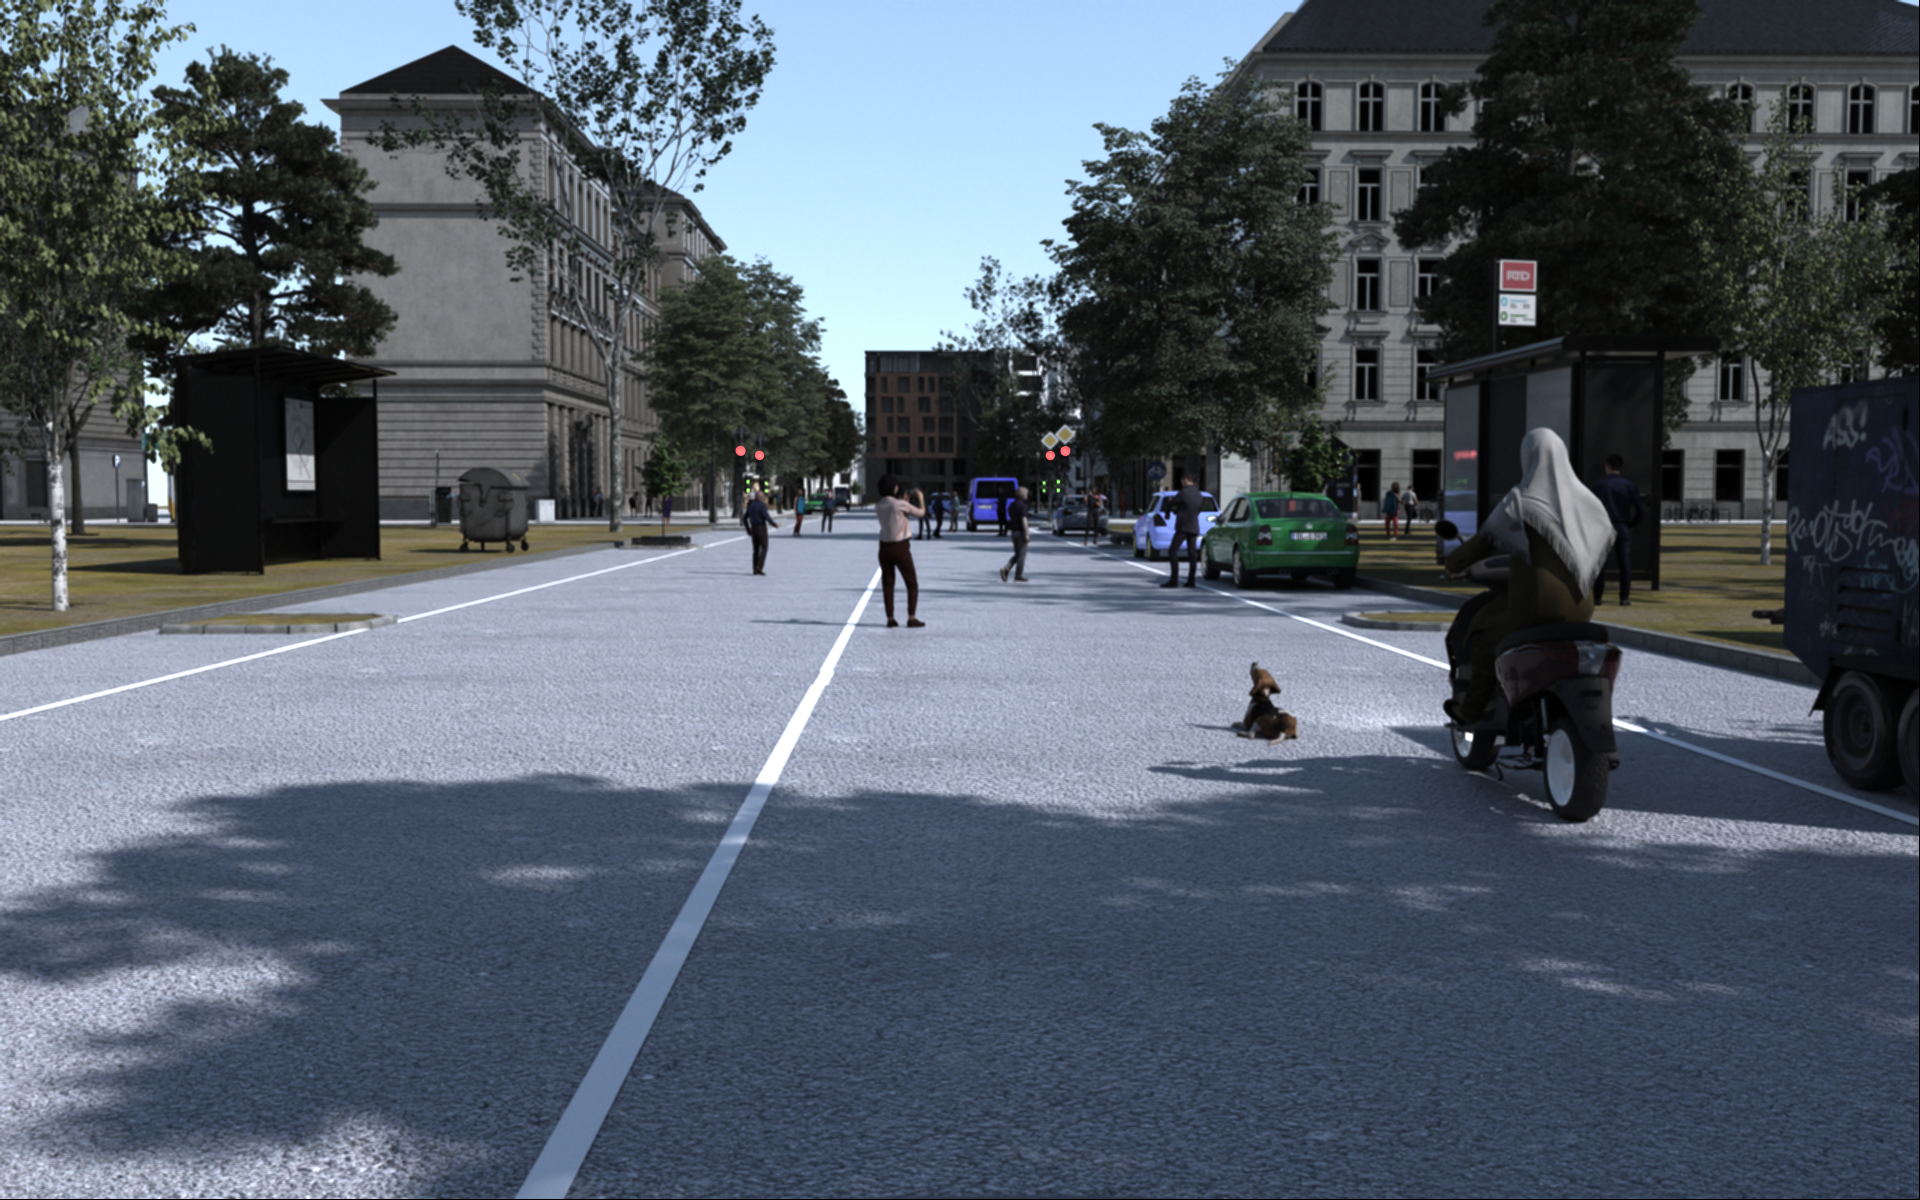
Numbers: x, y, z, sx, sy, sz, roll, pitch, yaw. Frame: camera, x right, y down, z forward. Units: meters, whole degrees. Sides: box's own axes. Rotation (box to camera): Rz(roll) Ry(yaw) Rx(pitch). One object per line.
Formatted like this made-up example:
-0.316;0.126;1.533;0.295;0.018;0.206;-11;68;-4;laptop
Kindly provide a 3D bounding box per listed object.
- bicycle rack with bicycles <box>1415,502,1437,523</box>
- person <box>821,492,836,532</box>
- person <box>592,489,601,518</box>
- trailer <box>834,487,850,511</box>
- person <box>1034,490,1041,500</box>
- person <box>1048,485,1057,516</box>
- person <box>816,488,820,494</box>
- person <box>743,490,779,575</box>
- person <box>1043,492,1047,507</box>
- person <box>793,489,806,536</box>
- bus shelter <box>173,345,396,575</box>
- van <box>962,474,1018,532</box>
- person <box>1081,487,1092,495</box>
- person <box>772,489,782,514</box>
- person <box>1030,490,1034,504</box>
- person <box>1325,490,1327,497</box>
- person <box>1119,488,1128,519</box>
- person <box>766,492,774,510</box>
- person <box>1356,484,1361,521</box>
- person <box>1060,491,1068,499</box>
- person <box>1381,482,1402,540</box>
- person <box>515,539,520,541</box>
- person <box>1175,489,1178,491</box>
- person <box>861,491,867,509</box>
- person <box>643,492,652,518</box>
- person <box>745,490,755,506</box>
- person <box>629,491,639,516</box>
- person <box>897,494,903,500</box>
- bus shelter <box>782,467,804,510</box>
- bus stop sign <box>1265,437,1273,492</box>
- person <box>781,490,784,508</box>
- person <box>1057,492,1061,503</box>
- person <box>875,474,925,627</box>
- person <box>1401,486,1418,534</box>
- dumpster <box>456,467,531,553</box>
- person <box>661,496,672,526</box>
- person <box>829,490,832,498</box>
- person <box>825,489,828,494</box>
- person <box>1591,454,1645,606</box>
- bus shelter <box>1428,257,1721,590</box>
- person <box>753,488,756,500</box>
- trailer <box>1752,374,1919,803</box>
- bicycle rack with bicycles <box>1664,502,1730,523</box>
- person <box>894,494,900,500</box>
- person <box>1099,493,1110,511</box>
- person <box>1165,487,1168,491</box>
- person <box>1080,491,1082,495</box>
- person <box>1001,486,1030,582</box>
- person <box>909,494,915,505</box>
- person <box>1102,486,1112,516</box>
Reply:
21.444;-3.949;77.950;2.852;0.926;2.925;-1;4;-14;bicycle rack with bicycles
-4.984;-3.267;64.604;0.574;1.496;0.600;1;4;20;person
-19.064;-5.049;90.800;0.429;1.552;0.499;-2;4;-31;person
-9.840;-8.294;142.662;1.471;1.999;3.904;0;4;-2;trailer
9.356;-12.381;209.024;0.990;1.755;0.434;-1;4;-11;person
5.533;-5.911;102.563;0.599;1.838;0.709;2;4;26;person
-12.745;-9.170;155.984;0.705;1.822;1.348;-2;4;-24;person
-3.495;-1.199;30.794;0.600;1.496;0.574;-2;4;-32;person
8.518;-10.174;172.836;0.568;1.767;0.683;-2;4;-25;person
-5.483;-2.997;59.204;0.593;1.614;0.444;-3;4;-38;person
-11.656;-2.394;30.423;1.731;3.624;6.357;0;4;-1;bus shelter
1.245;-3.833;67.061;2.240;2.365;5.245;0;4;-2;van
6.311;-4.818;86.284;0.566;1.644;0.517;1;4;23;person
-11.945;-6.454;113.433;0.647;1.594;0.662;-2;4;-28;person
8.761;-12.780;215.723;1.217;1.736;0.721;2;4;34;person
17.412;-4.503;81.878;0.429;1.552;0.499;3;4;37;person
8.568;-5.074;90.702;0.444;1.614;0.593;0;4;6;person
-15.131;-7.832;137.286;0.799;1.438;0.628;1;4;14;person
18.530;-4.550;80.987;0.434;1.755;0.990;1;4;21;person
7.968;-7.742;133.567;0.756;1.711;0.436;-1;4;-12;person
11.994;-2.470;48.133;0.444;1.614;0.593;0;4;-3;person
-12.292;-2.489;47.190;0.683;1.767;0.568;2;4;24;person
12.970;-5.868;103.851;0.662;1.594;0.647;0;4;2;person
-9.299;-9.649;167.187;0.530;1.710;0.541;-3;5;-42;person
-16.596;-5.166;91.982;0.593;1.643;0.415;0;4;3;person
-12.559;-5.839;103.725;0.614;1.554;0.590;-1;4;-12;person
-18.600;-5.493;99.042;0.799;1.438;0.628;1;4;20;person
-7.417;-12.415;214.739;1.065;1.426;0.557;2;4;25;person
-13.764;-9.401;144.986;1.731;3.624;6.357;0;4;-1;bus shelter
14.288;-5.517;78.914;0.855;3.939;0.416;1;4;13;bus stop sign
-16.643;-9.509;162.250;1.217;1.736;0.721;-1;4;-11;person
9.682;-10.002;169.574;1.348;1.824;0.705;-2;4;-34;person
-0.648;-0.534;18.691;0.566;1.644;0.517;-1;4;-21;person
14.336;-2.883;55.384;0.590;1.554;0.614;-3;4;-38;person
-10.305;-1.990;38.293;1.264;1.857;1.865;0;4;-1;dumpster
-12.562;-3.869;74.136;0.453;1.535;0.546;-1;4;-12;person
-13.569;-10.628;180.756;0.756;1.711;0.436;-3;4;-37;person
-10.150;-7.456;130.266;0.599;1.838;0.709;1;4;10;person
7.541;-0.810;19.987;0.576;1.737;0.504;0;4;6;person
8.872;-3.028;27.138;2.179;5.291;8.768;0;4;-1;bus shelter
-19.505;-9.713;164.832;1.348;1.826;0.705;-1;4;-20;person
5.025;-0.106;8.778;1.471;1.999;3.904;0;4;-2;trailer
33.486;-3.971;78.310;2.852;0.926;2.925;0;4;4;bicycle rack with bicycles
-6.183;-9.293;160.541;1.348;1.812;0.705;-3;5;-39;person
6.658;-4.398;81.189;0.697;1.427;0.421;0;4;7;person
12.492;-6.004;105.032;0.431;1.722;0.655;-1;4;-13;person
9.719;-8.037;139.990;0.613;1.512;0.480;0;4;-5;person
0.899;-1.065;28.123;0.471;1.553;0.569;0;4;3;person
-4.560;-9.322;160.930;0.705;1.822;1.348;-3;5;-40;person
8.799;-5.938;103.660;0.750;1.759;0.617;0;4;5;person
